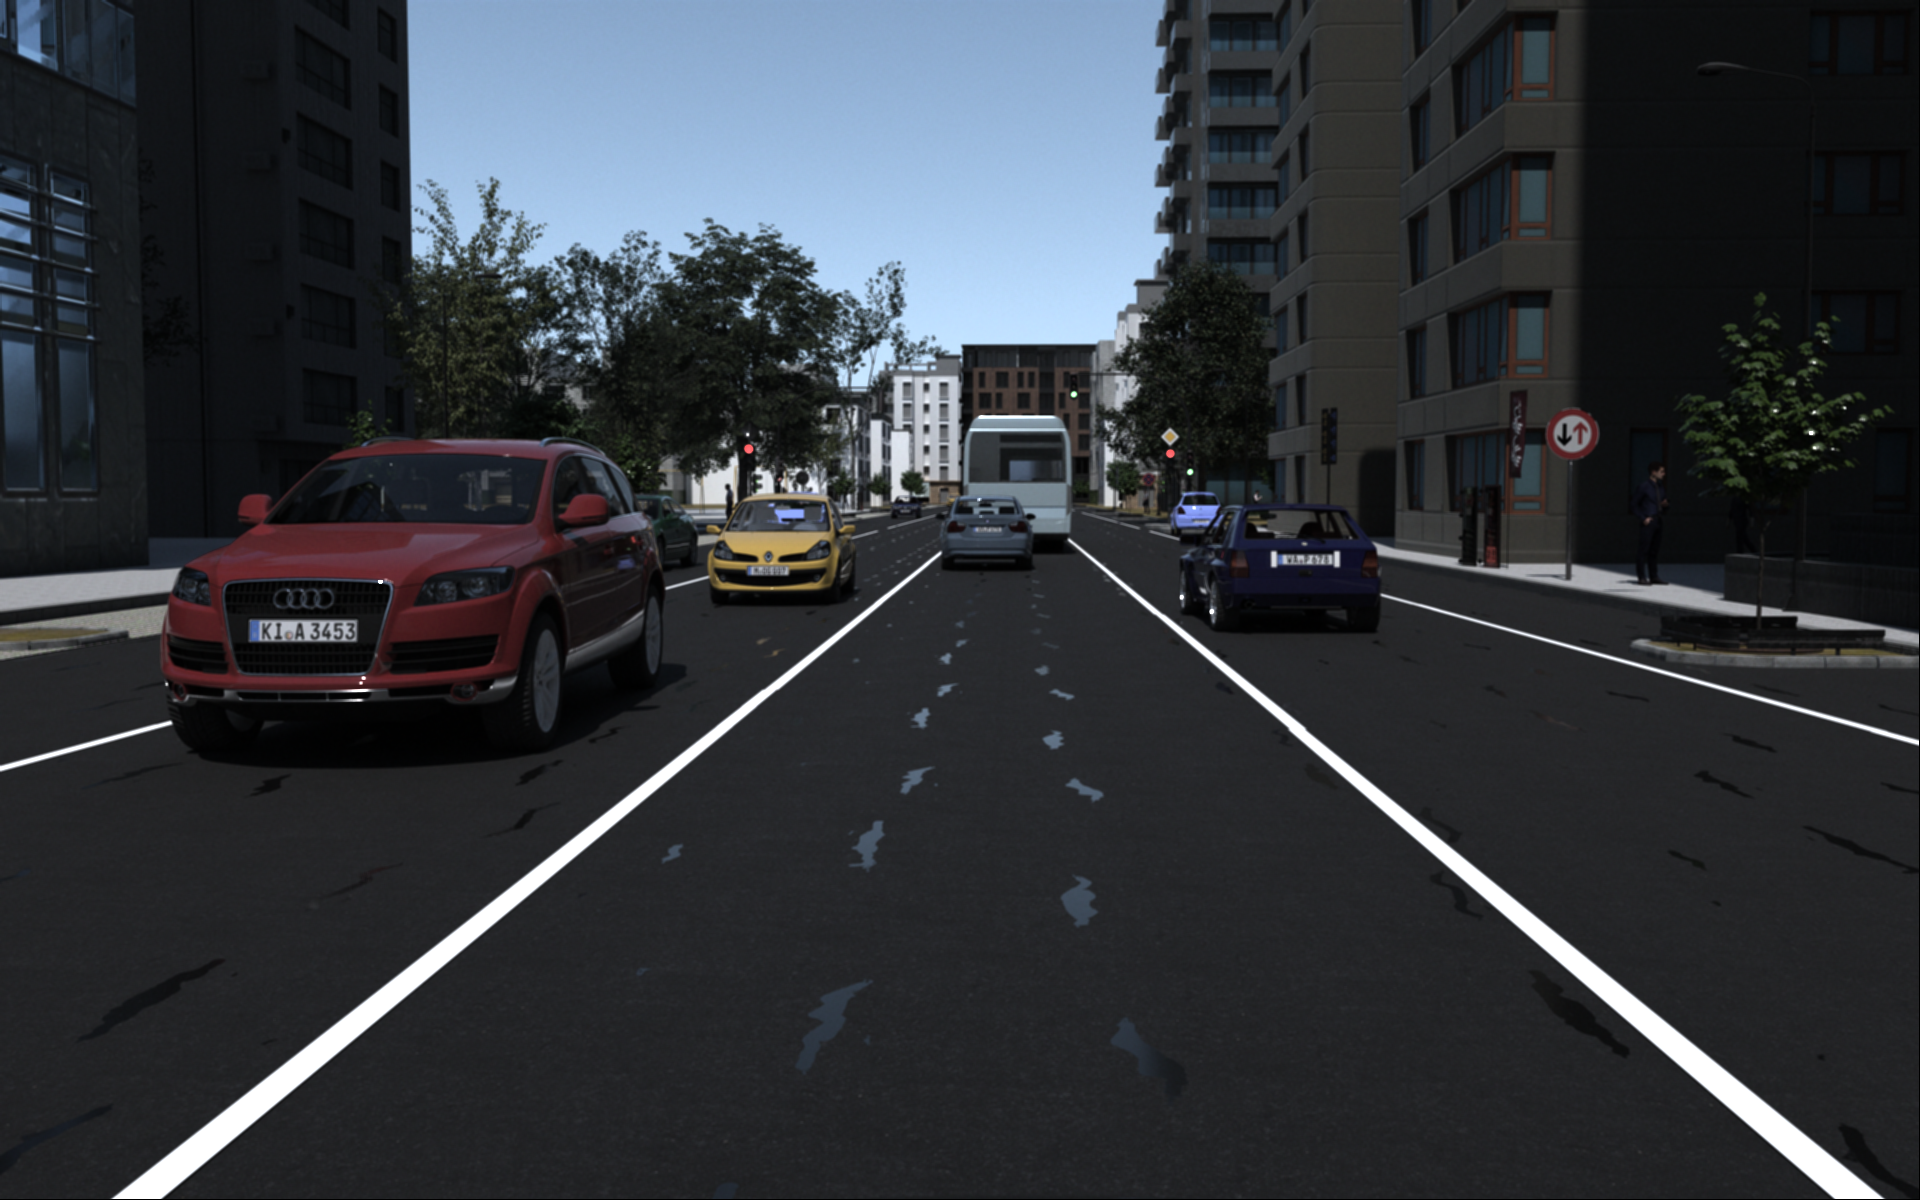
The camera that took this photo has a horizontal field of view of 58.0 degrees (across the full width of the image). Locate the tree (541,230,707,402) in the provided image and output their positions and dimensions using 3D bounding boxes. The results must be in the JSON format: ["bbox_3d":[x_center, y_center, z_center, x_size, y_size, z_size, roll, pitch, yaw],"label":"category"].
[{"bbox_3d":[-22.539,-16.302,122.424,12.611,20.169,13.585,0,3,0],"label":"tree"}]

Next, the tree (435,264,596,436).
[{"bbox_3d":[-19.938,-9.293,77.699,9.928,11.665,9.643,0,3,0],"label":"tree"}]

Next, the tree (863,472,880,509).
[{"bbox_3d":[-7.351,-9.588,151.366,1.663,3.219,1.824,0,3,0],"label":"tree"}]

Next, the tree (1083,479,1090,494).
[{"bbox_3d":[16.709,-14.104,225.194,1.663,3.219,1.824,0,3,0],"label":"tree"}]

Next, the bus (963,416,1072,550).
[{"bbox_3d":[1.532,-3.221,47.525,2.948,3.499,13.247,0,4,2],"label":"bus"}]

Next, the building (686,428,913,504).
[{"bbox_3d":[-20.319,-17.035,220.668,28.070,9.664,9.099,0,4,2],"label":"building"}]

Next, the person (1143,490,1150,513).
[{"bbox_3d":[12.494,-6.590,116.009,0.590,1.554,0.614,-1,4,-13],"label":"person"}]

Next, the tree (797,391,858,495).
[{"bbox_3d":[-9.262,-10.185,116.888,4.737,8.622,4.395,0,3,0],"label":"tree"}]

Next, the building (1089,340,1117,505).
[{"bbox_3d":[24.620,-20.855,207.436,16.747,18.905,31.486,0,4,2],"label":"building"}]

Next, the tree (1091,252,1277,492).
[{"bbox_3d":[11.485,-10.110,82.305,9.611,12.733,9.660,0,3,0],"label":"tree"}]

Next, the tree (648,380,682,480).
[{"bbox_3d":[-25.367,-14.132,141.429,12.009,13.543,11.850,0,3,0],"label":"tree"}]

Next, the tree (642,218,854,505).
[{"bbox_3d":[-10.073,-10.668,81.077,9.857,13.997,8.962,0,3,0],"label":"tree"}]

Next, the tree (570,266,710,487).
[{"bbox_3d":[-10.623,-6.489,56.450,4.360,8.622,3.978,0,3,0],"label":"tree"}]

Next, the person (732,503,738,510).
[{"bbox_3d":[-11.655,-4.622,89.902,0.859,0.850,0.655,-2,4,-25],"label":"person"}]

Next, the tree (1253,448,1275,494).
[{"bbox_3d":[11.813,-4.227,63.705,1.663,3.219,1.824,0,3,0],"label":"tree"}]

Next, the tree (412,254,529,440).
[{"bbox_3d":[-27.019,-11.211,89.951,9.857,13.997,8.962,0,3,0],"label":"tree"}]

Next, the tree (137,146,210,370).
[{"bbox_3d":[-21.449,-6.451,39.881,8.767,10.594,7.601,0,4,7],"label":"tree"}]

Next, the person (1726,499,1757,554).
[{"bbox_3d":[13.533,-1.302,29.869,0.613,1.512,0.480,-1,4,-23],"label":"person"}]

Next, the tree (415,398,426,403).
[{"bbox_3d":[-35.705,-9.836,111.173,4.360,8.622,3.978,0,3,0],"label":"tree"}]

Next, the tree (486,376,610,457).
[{"bbox_3d":[-11.589,-3.945,48.215,4.285,4.588,4.351,0,3,0],"label":"tree"}]

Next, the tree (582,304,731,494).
[{"bbox_3d":[-18.597,-11.483,104.760,9.611,12.733,9.660,0,3,0],"label":"tree"}]

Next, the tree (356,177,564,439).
[{"bbox_3d":[-11.275,-5.453,39.519,4.737,8.622,4.395,0,3,0],"label":"tree"}]

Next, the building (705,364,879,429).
[{"bbox_3d":[-26.793,-23.064,243.548,31.486,18.905,16.747,0,4,2],"label":"building"}]

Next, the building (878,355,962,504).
[{"bbox_3d":[-5.383,-23.542,241.337,11.380,20.091,16.016,0,4,2],"label":"building"}]

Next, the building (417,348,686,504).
[{"bbox_3d":[-50.193,-21.487,217.768,31.486,18.905,16.747,0,4,2],"label":"building"}]

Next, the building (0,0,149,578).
[{"bbox_3d":[-24.206,-42.852,13.297,22.319,86.520,31.000,0,4,2],"label":"building"}]

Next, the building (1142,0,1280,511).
[{"bbox_3d":[25.552,-30.764,122.605,23.786,49.044,30.456,0,4,2],"label":"building"}]

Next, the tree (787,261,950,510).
[{"bbox_3d":[-7.396,-17.383,140.093,12.611,20.169,13.585,0,3,0],"label":"tree"}]

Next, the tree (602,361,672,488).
[{"bbox_3d":[-17.452,-8.815,94.485,4.737,8.622,4.395,0,3,0],"label":"tree"}]

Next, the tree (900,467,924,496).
[{"bbox_3d":[-5.934,-14.037,213.222,4.285,4.588,4.351,0,3,0],"label":"tree"}]

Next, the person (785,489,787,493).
[{"bbox_3d":[-12.110,-6.954,121.439,0.444,1.614,0.593,-2,4,-29],"label":"person"}]

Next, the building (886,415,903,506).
[{"bbox_3d":[-12.053,-15.326,192.732,9.099,9.664,28.070,0,4,2],"label":"building"}]

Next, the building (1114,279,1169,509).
[{"bbox_3d":[22.261,-18.448,158.038,16.016,20.091,11.380,0,4,2],"label":"building"}]

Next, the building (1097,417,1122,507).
[{"bbox_3d":[19.299,-14.434,178.148,9.099,9.664,28.070,0,4,2],"label":"building"}]

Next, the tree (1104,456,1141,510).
[{"bbox_3d":[13.489,-9.821,144.284,4.285,4.588,4.351,0,3,0],"label":"tree"}]

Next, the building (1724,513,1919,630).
[{"bbox_3d":[18.475,-28.488,7.776,21.231,58.520,28.212,0,4,2],"label":"building"}]

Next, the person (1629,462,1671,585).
[{"bbox_3d":[9.780,-1.078,24.378,0.576,1.737,0.504,-3,5,-39],"label":"person"}]

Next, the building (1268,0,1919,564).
[{"bbox_3d":[24.145,-12.244,45.234,27.650,21.520,28.899,0,4,2],"label":"building"}]

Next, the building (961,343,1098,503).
[{"bbox_3d":[16.813,-24.636,246.777,32.646,21.610,27.936,0,4,2],"label":"building"}]

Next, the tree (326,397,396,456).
[{"bbox_3d":[-11.854,-2.457,34.774,1.663,3.219,1.824,0,3,0],"label":"tree"}]

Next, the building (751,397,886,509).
[{"bbox_3d":[-12.827,-13.542,163.551,9.099,9.664,28.070,0,4,2],"label":"building"}]

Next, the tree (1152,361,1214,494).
[{"bbox_3d":[13.120,-9.023,97.888,4.737,8.622,4.395,0,3,0],"label":"tree"}]

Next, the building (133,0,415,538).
[{"bbox_3d":[-26.313,-17.436,56.773,14.107,30.474,14.160,0,4,2],"label":"building"}]

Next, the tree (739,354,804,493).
[{"bbox_3d":[-9.597,-8.516,89.605,4.360,8.622,3.978,0,3,0],"label":"tree"}]
